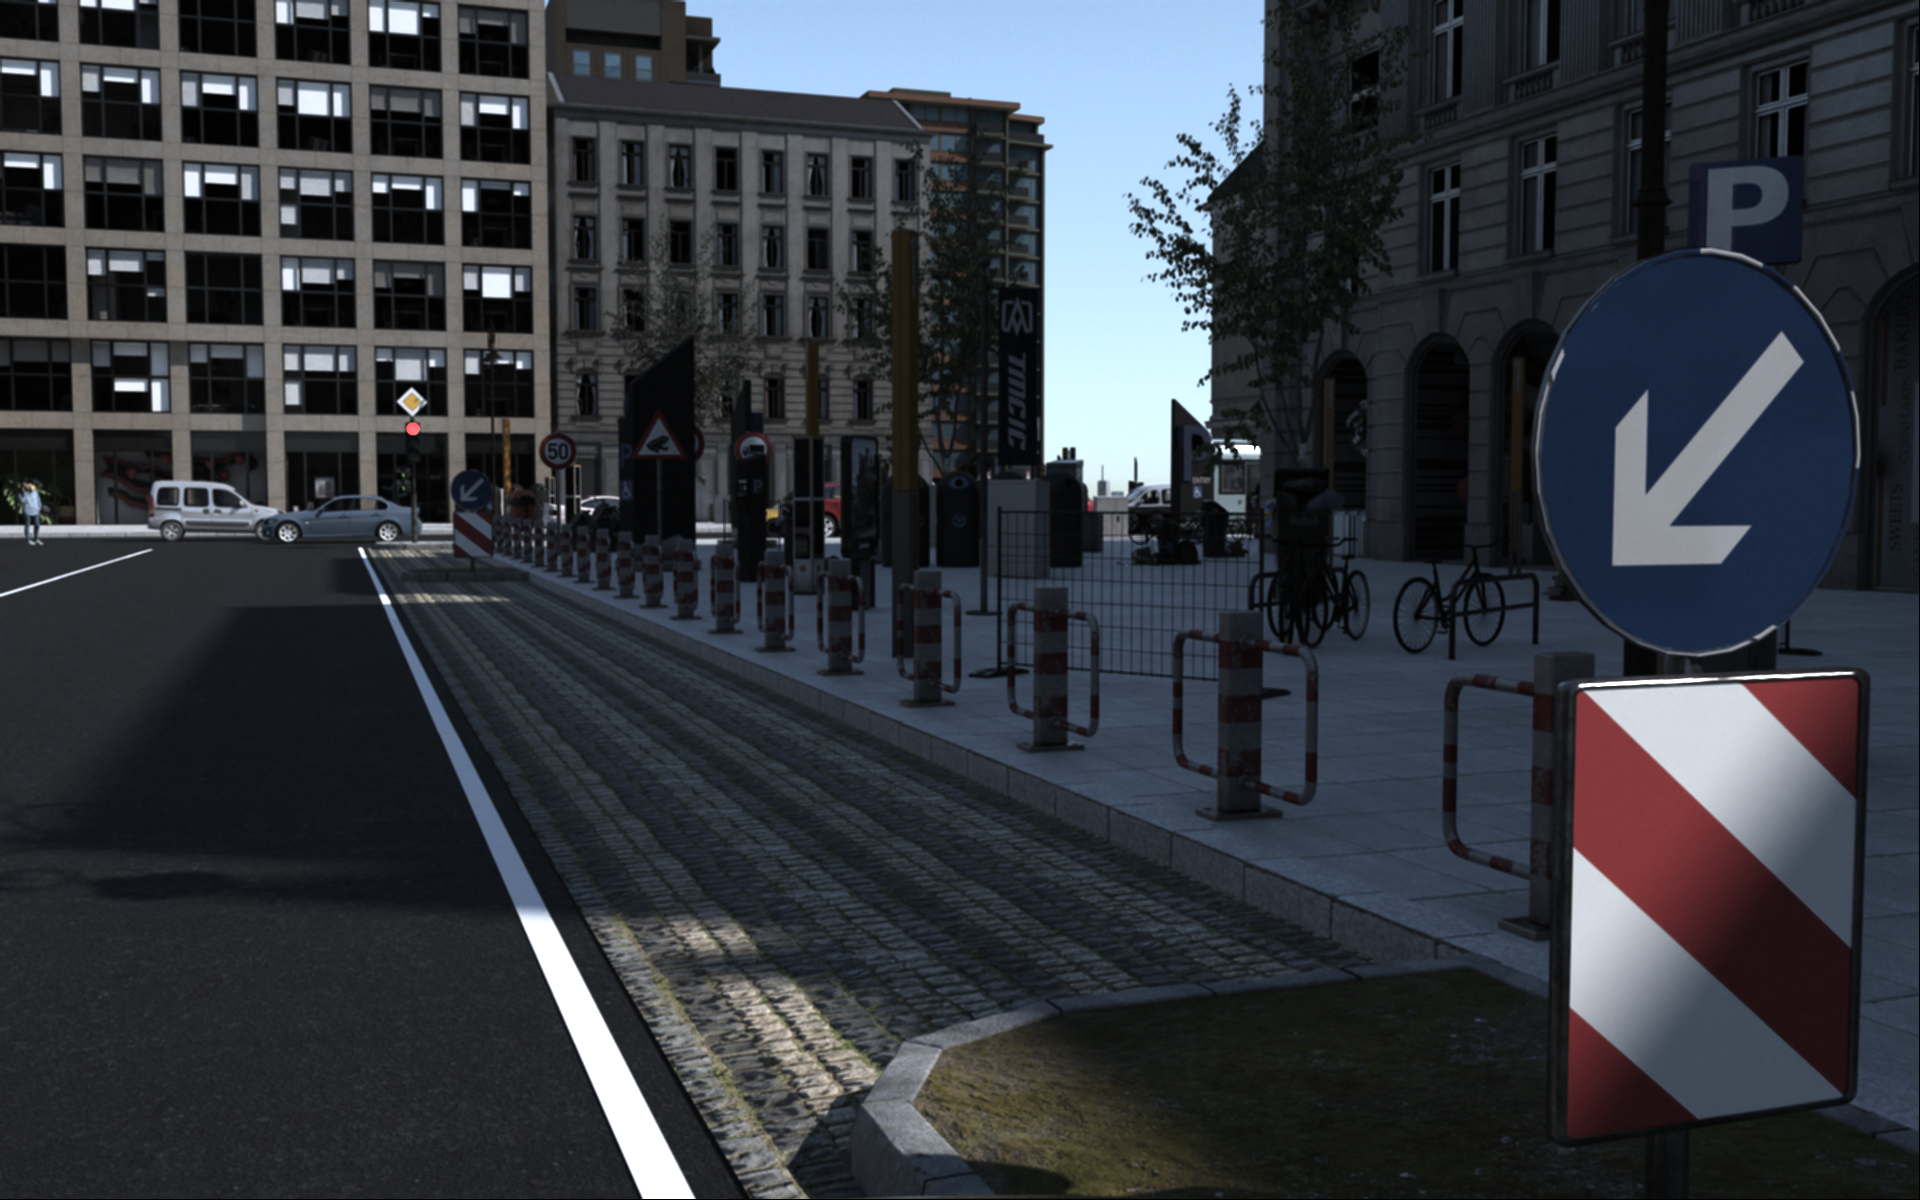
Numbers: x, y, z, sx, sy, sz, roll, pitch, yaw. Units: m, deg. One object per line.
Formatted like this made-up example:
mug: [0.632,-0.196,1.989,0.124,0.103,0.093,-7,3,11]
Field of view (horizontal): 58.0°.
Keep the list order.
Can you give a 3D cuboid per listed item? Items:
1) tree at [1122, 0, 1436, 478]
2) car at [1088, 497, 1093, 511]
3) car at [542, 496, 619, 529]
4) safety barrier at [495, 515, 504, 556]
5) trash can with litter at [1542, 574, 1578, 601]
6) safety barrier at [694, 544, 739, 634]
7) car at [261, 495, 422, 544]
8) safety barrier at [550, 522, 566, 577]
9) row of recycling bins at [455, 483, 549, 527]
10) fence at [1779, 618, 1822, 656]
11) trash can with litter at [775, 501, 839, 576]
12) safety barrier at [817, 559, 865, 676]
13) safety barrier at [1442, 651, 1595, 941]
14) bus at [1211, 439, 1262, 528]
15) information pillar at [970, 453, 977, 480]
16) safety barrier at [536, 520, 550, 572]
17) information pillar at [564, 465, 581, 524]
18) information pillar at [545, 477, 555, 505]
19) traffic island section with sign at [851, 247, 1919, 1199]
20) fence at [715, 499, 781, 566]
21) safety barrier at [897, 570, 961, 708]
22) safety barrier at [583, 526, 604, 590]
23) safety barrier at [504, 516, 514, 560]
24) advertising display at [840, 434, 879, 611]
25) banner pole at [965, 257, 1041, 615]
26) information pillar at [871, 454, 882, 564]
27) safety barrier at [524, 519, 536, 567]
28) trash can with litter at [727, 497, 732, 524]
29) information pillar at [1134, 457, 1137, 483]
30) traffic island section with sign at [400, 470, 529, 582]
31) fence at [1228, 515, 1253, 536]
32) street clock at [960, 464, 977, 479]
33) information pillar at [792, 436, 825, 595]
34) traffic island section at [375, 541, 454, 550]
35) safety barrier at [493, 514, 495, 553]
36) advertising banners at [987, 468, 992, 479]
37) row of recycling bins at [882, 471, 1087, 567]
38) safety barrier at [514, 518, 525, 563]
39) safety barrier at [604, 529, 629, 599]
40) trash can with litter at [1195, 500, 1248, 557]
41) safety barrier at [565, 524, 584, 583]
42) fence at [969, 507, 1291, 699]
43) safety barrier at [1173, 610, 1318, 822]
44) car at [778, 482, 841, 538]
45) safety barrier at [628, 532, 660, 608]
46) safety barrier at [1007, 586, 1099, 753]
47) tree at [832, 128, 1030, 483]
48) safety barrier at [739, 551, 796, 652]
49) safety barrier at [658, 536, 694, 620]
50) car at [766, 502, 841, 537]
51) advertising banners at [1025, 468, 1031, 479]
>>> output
tree: [4.772,-4.560,24.916,4.737,8.622,4.395,0,3,0]
car: [2.586,-2.988,57.900,4.494,1.783,2.155,-1,4,-21]
car: [-12.133,-2.948,60.558,4.827,1.381,2.083,-1,4,-22]
safety barrier: [-9.349,-1.318,35.828,0.300,0.817,1.120,-1,4,-20]
trash can with litter: [7.627,-0.583,20.914,1.055,1.170,0.624,-1,4,-20]
safety barrier: [-2.162,-0.101,15.930,0.300,0.817,1.120,-1,4,-20]
car: [-18.283,-2.403,51.298,4.499,1.417,2.014,-1,4,-19]
safety barrier: [-6.080,-0.765,26.786,0.300,0.817,1.120,-1,4,-20]
row of recycling bins: [-17.823,-3.687,67.394,3.534,1.692,1.069,-1,4,-15]
fence: [5.941,-0.118,13.125,0.480,1.192,2.264,3,5,43]
trash can with litter: [-2.321,-0.964,27.150,1.055,1.170,0.624,-2,4,-32]
safety barrier: [-0.853,0.120,12.311,0.300,0.817,1.120,-1,4,-20]
safety barrier: [1.761,0.563,5.069,0.300,0.817,1.120,-1,4,-20]
bus: [14.182,-4.048,61.044,13.247,3.499,2.948,-1,4,-20]
information pillar: [0.771,-6.627,99.702,0.504,3.616,0.183,-3,4,-38]
safety barrier: [-6.737,-0.876,28.593,0.300,0.817,1.120,-1,4,-20]
information pillar: [-9.904,-2.435,44.311,0.304,2.012,0.304,1,4,18]
information pillar: [-17.809,-4.327,75.230,0.304,2.012,0.304,2,4,33]
traffic island section with sign: [0.850,0.313,3.514,1.989,1.847,2.006,-1,4,-20]
fence: [-3.652,-1.168,30.292,0.480,1.192,2.264,-2,4,-34]
safety barrier: [-0.197,0.231,10.500,0.300,0.817,1.120,-1,4,-20]
safety barrier: [-4.772,-0.544,23.168,0.300,0.817,1.120,-1,4,-20]
safety barrier: [-8.695,-1.208,34.026,0.300,0.817,1.120,-1,4,-20]
advertising display: [-1.102,-0.850,19.116,0.123,1.923,0.974,1,4,15]
banner pole: [0.468,-1.740,18.468,0.863,3.779,0.401,-2,4,-23]
information pillar: [-1.592,-1.674,31.855,0.304,2.012,0.304,0,4,-5]
safety barrier: [-7.386,-0.986,30.397,0.300,0.817,1.120,-1,4,-20]
trash can with litter: [-9.471,-3.865,74.584,1.055,1.170,0.624,-1,4,-17]
information pillar: [11.089,-7.214,109.309,0.183,3.616,0.504,0,4,-5]
traffic island section with sign: [-8.296,-1.238,28.876,1.989,1.847,2.006,-1,4,-20]
fence: [8.385,-2.289,52.806,0.278,0.683,2.069,3,5,40]
street clock: [0.204,-2.307,42.289,0.358,2.002,0.471,-2,4,-33]
information pillar: [-1.929,-1.076,22.085,0.304,2.012,0.304,2,4,28]
traffic island section: [-14.323,-1.425,45.571,2.009,0.180,2.903,-1,4,-20]
safety barrier: [-9.997,-1.429,37.633,0.300,0.817,1.120,-1,4,-20]
advertising banners: [2.683,-7.414,117.399,2.074,3.025,0.090,-1,4,-13]
row of recycling bins: [0.381,-1.439,30.644,3.534,1.692,1.069,0,4,-2]
safety barrier: [-8.041,-1.097,32.217,0.300,0.817,1.120,-1,4,-20]
safety barrier: [-4.120,-0.433,21.351,0.300,0.817,1.120,-1,4,-20]
trash can with litter: [5.333,-1.462,35.295,1.055,1.170,0.624,-2,4,-31]
safety barrier: [-5.432,-0.655,24.982,0.300,0.817,1.120,-1,4,-20]
fence: [1.089,-0.024,11.589,2.264,1.192,0.480,3,5,39]
safety barrier: [1.112,0.452,6.878,0.300,0.817,1.120,-1,4,-20]
car: [-3.243,-2.905,56.170,5.304,1.827,2.281,-1,4,-21]
safety barrier: [-3.468,-0.323,19.549,0.300,0.817,1.120,-1,4,-20]
safety barrier: [0.455,0.341,8.695,0.300,0.817,1.120,-1,4,-20]
tree: [-0.387,-5.198,35.357,4.737,8.622,4.395,0,3,0]
safety barrier: [-1.510,0.009,14.127,0.300,0.817,1.120,-1,4,-20]
safety barrier: [-2.814,-0.212,17.740,0.300,0.817,1.120,-1,4,-20]
car: [-5.368,-2.967,58.733,3.980,1.641,2.015,-1,4,-22]
advertising banners: [5.281,-7.492,118.686,2.074,3.025,0.090,-2,4,-35]
